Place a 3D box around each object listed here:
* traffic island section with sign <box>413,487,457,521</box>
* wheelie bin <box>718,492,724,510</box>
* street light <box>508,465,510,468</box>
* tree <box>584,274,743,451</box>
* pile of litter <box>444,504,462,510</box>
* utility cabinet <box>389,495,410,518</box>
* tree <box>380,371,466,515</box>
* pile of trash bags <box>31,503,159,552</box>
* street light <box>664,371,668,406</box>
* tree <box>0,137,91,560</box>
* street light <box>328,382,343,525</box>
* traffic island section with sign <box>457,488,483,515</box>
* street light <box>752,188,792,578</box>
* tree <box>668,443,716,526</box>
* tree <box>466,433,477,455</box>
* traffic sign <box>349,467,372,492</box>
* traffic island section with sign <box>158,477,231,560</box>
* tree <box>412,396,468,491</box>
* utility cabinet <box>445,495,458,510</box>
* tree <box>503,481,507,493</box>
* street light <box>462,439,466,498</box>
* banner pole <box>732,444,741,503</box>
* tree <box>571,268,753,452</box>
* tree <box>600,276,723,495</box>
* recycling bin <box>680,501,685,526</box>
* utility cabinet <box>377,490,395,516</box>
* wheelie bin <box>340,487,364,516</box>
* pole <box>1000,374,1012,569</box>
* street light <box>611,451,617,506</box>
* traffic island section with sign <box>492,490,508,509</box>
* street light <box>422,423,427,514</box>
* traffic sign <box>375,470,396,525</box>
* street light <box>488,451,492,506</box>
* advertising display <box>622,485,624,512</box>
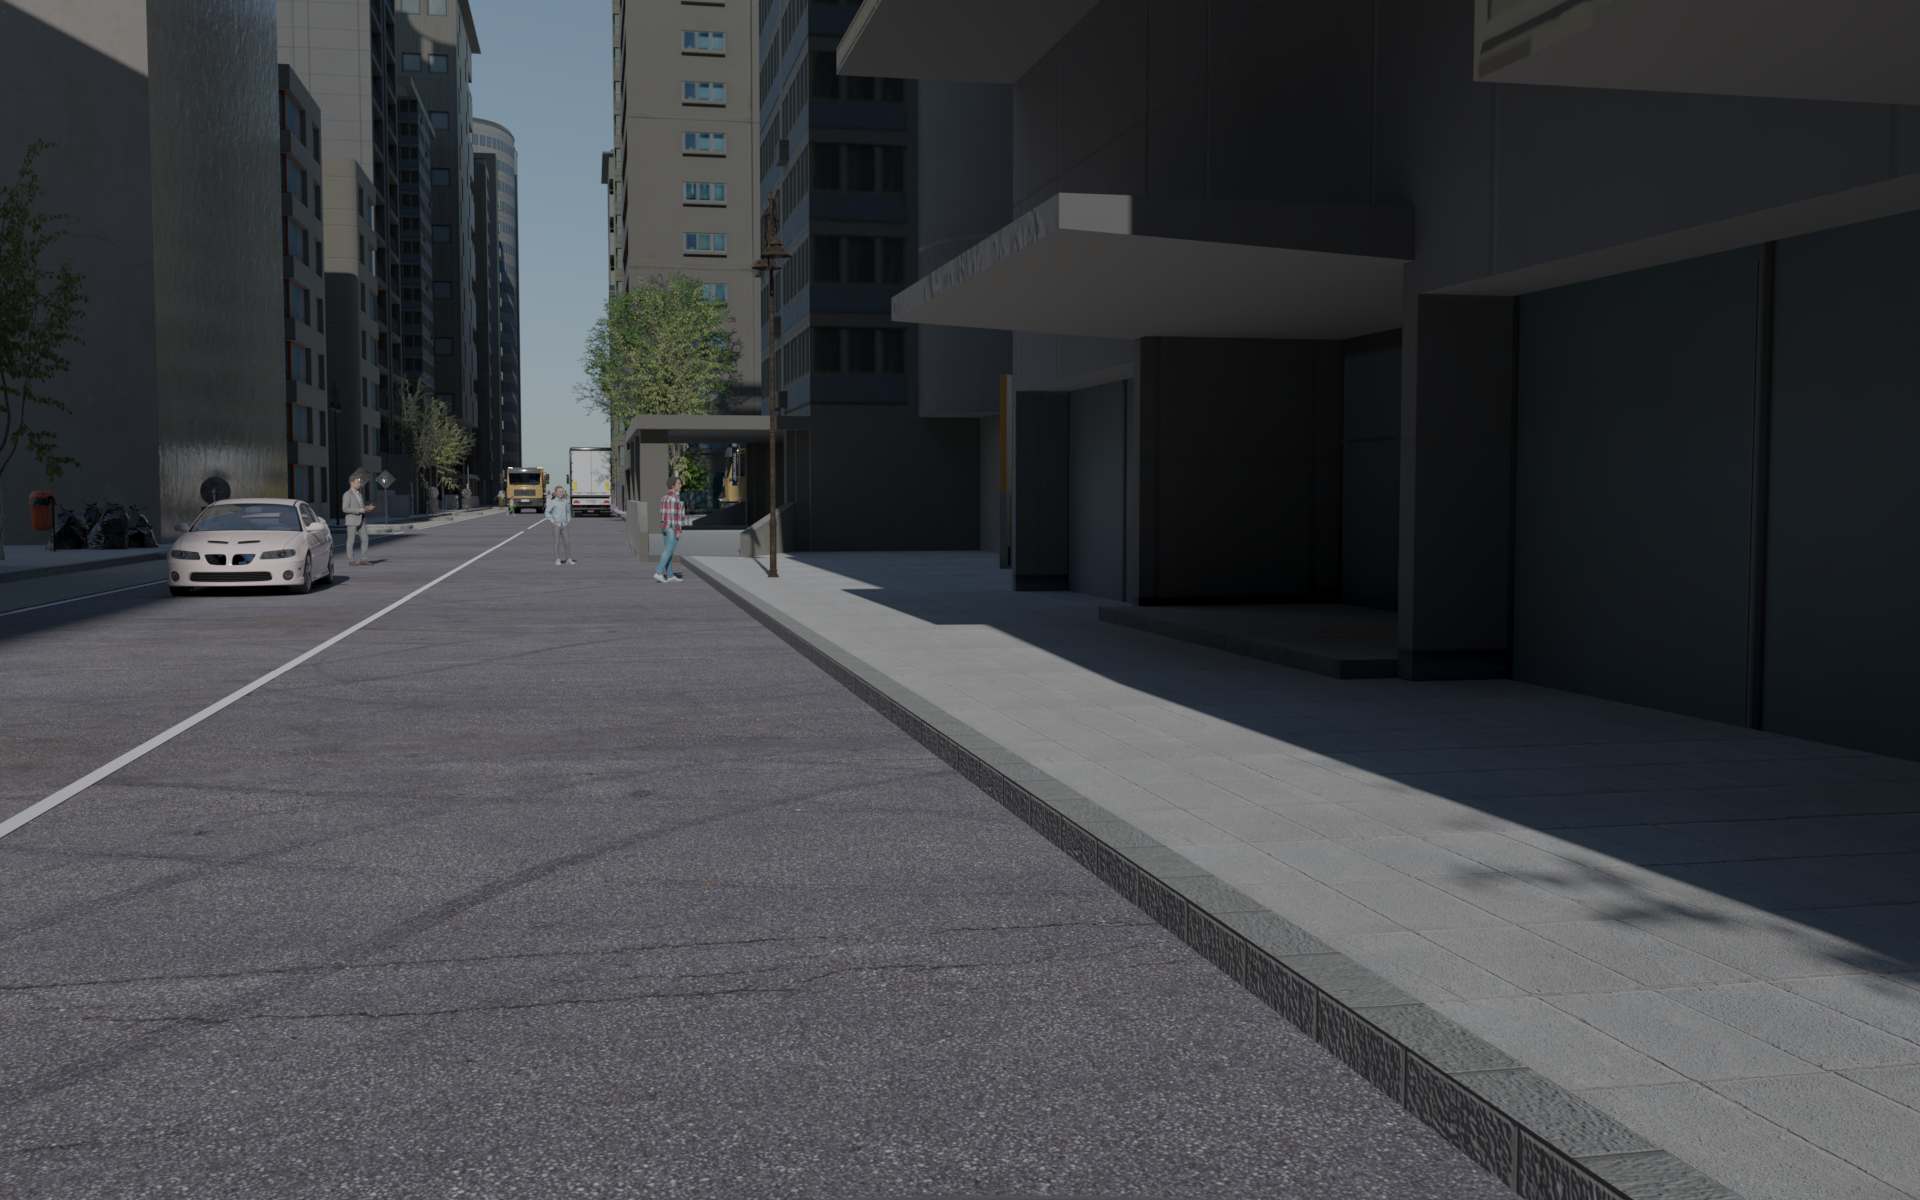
[{"bbox_3d":[-28.311,-5.165,93.070,1.989,1.847,2.006,-1,4,-12],"label":"traffic island section with sign"},{"bbox_3d":[-10.218,-4.189,76.392,0.693,1.594,0.980,-3,5,-44],"label":"wheelie bin"},{"bbox_3d":[-59.222,-15.584,227.586,0.468,5.910,1.993,-1,4,-12],"label":"street light"},{"bbox_3d":[-13.814,-9.485,80.843,9.928,11.665,9.643,0,3,0],"label":"tree"},{"bbox_3d":[-42.065,-7.957,144.055,1.719,0.858,1.176,-1,4,-19],"label":"pile of litter"},{"bbox_3d":[-30.453,-5.068,94.016,1.020,1.237,0.306,-1,4,-19],"label":"utility cabinet"},{"bbox_3d":[-32.628,-9.379,103.711,4.360,8.622,3.978,0,3,0],"label":"tree"},{"bbox_3d":[-20.267,-1.853,40.054,1.912,1.369,3.447,0,4,7],"label":"pile of trash bags"},{"bbox_3d":[-11.042,-5.655,65.245,0.468,5.910,1.993,-1,4,-12],"label":"street light"},{"bbox_3d":[-18.618,-5.068,33.223,4.737,8.622,4.395,0,3,0],"label":"tree"},{"bbox_3d":[-25.686,-6.028,71.344,0.468,5.910,1.993,-1,4,-12],"label":"street light"},{"bbox_3d":[-33.998,-6.786,119.571,1.989,1.847,2.006,-1,4,-12],"label":"traffic island section with sign"},{"bbox_3d":[-2.876,-3.286,26.514,0.468,5.910,1.993,-1,4,-12],"label":"street light"},{"bbox_3d":[-9.894,-4.175,62.861,1.663,3.219,1.824,0,3,0],"label":"tree"},{"bbox_3d":[-40.183,-11.297,135.061,4.360,8.622,3.978,0,3,0],"label":"tree"},{"bbox_3d":[-21.922,-3.653,63.370,0.795,2.450,0.064,-1,4,-12],"label":"traffic sign"},{"bbox_3d":[-16.669,-1.839,38.700,1.989,1.847,2.006,-1,4,-12],"label":"traffic island section with sign"},{"bbox_3d":[-39.139,-10.948,129.366,4.737,8.622,4.395,0,3,0],"label":"tree"},{"bbox_3d":[-41.178,-7.899,140.312,0.306,1.237,1.020,3,5,43],"label":"utility cabinet"},{"bbox_3d":[-58.043,-13.741,219.269,1.663,3.219,1.824,0,3,0],"label":"tree"},{"bbox_3d":[-41.752,-10.580,145.767,0.468,5.910,1.993,-1,4,-12],"label":"street light"},{"bbox_3d":[-8.197,-4.498,63.557,0.401,3.779,0.863,1,4,18],"label":"banner pole"},{"bbox_3d":[-16.182,-11.254,94.374,12.009,13.543,11.850,0,3,0],"label":"tree"},{"bbox_3d":[-9.657,-6.564,57.689,4.737,8.622,4.395,0,3,0],"label":"tree"},{"bbox_3d":[-10.175,-2.970,61.113,0.722,1.027,0.722,-2,4,-31],"label":"recycling bin"},{"bbox_3d":[-33.491,-5.647,101.009,0.318,1.500,1.173,2,4,34],"label":"utility cabinet"},{"bbox_3d":[-26.954,-4.212,76.782,0.980,1.594,0.693,-2,4,-28],"label":"wheelie bin"},{"bbox_3d":[0.789,-2.189,29.642,0.158,3.312,0.155,0,3,0],"label":"pole"},{"bbox_3d":[-36.167,-12.807,182.189,0.468,5.910,1.993,-1,4,-12],"label":"street light"},{"bbox_3d":[-44.532,-9.791,168.713,1.989,1.847,2.006,-1,4,-12],"label":"traffic island section with sign"},{"bbox_3d":[-34.205,-8.433,110.671,0.468,5.910,1.993,-1,4,-12],"label":"street light"},{"bbox_3d":[-23.595,-4.131,71.178,0.795,2.450,0.064,-1,4,-12],"label":"traffic sign"},{"bbox_3d":[-50.069,-12.969,184.825,0.468,5.910,1.993,-1,4,-12],"label":"street light"},{"bbox_3d":[-24.440,-7.366,125.652,0.123,1.923,0.974,-1,4,-8],"label":"advertising display"}]
